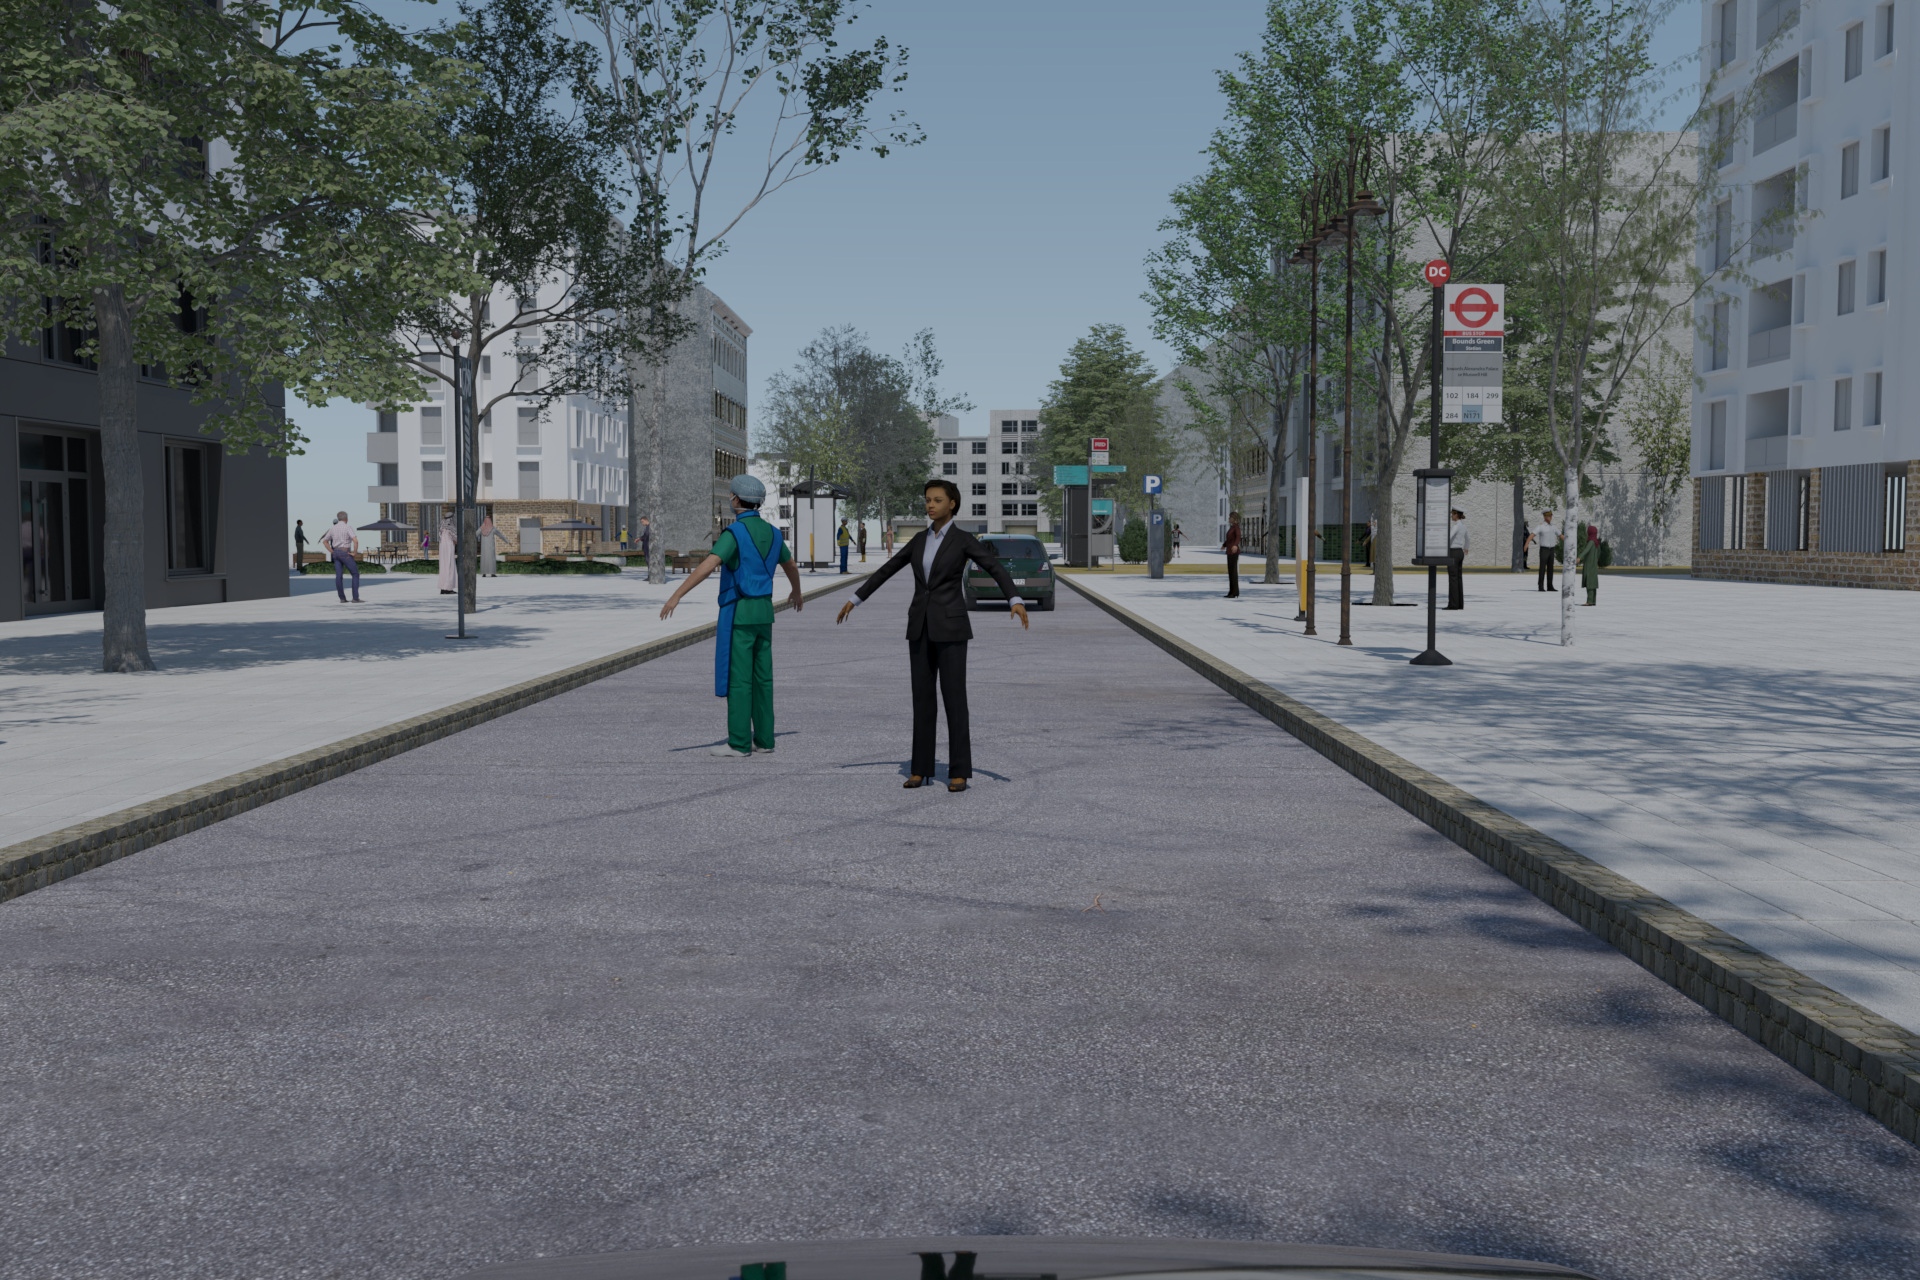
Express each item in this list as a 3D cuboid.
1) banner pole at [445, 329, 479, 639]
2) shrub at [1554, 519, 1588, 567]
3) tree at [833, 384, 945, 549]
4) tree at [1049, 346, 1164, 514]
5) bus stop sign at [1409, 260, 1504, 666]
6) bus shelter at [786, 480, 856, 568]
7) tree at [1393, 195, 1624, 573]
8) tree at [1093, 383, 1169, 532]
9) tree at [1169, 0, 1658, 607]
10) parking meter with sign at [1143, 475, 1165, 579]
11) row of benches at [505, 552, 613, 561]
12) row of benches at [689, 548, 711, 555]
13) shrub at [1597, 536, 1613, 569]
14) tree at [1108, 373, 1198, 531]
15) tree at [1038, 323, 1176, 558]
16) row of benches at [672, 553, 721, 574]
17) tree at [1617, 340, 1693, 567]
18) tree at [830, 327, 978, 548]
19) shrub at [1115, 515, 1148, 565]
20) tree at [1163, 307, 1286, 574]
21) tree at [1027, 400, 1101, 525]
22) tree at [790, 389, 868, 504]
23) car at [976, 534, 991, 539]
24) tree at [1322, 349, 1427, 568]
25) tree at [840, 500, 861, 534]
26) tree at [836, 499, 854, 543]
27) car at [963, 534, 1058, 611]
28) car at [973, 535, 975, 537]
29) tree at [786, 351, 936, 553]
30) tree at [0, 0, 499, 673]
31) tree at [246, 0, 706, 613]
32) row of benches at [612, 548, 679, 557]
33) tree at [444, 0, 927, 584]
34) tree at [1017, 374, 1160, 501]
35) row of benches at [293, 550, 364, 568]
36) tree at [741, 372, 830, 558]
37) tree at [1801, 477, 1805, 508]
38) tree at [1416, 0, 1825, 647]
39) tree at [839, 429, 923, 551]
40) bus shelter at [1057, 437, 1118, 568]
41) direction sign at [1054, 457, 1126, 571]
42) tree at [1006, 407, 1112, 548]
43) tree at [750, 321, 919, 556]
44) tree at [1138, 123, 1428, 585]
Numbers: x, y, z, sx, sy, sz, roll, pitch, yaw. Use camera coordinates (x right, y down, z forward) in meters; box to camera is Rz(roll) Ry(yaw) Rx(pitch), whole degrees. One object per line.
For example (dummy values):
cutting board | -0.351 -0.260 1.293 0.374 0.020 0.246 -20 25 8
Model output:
banner pole | -6.144 -1.924 21.482 0.401 3.779 0.863 0 4 1
shrub | 24.074 -3.886 67.957 1.690 2.028 1.600 0 3 0
tree | -6.073 -14.630 145.855 9.857 13.997 8.962 0 3 0
tree | 8.912 -11.392 104.383 7.486 12.596 7.792 0 3 0
bus stop sign | 4.858 -1.727 16.937 0.855 3.939 0.416 0 4 0
bus shelter | -5.324 -4.473 67.061 2.014 3.302 5.546 0 4 3
tree | 18.095 -8.500 57.095 7.486 12.596 7.792 0 3 0
tree | 7.943 -8.233 84.969 4.360 8.622 3.978 0 3 0
tree | 7.749 -6.417 30.673 9.928 11.665 9.643 0 3 0
parking meter with sign | 5.681 -3.313 50.430 0.543 3.016 1.738 0 4 0
row of benches | -13.839 -2.761 60.605 4.104 0.672 1.422 0 4 7
row of benches | -10.152 -3.641 74.992 4.104 0.672 1.422 2 4 35
shrub | 23.686 -3.239 64.081 1.383 1.207 1.383 0 3 0
tree | 8.487 -7.861 78.890 4.360 8.622 3.978 0 3 0
tree | 7.663 -10.743 93.775 7.486 12.596 7.792 0 3 0
row of benches | -8.585 -2.585 57.723 1.422 0.672 4.104 1 4 11
tree | 27.309 -7.120 66.767 4.737 8.622 4.395 0 3 0
tree | -5.266 -18.503 158.411 12.611 20.169 13.585 0 3 0
shrub | 7.383 -4.208 72.835 1.661 2.075 1.752 0 3 0
tree | 9.155 -6.438 55.620 4.360 8.622 3.978 0 3 0
tree | 9.183 -13.754 143.000 7.486 12.596 7.792 0 3 0
tree | -6.897 -8.486 89.113 4.737 8.622 4.395 0 3 0
car | 1.593 -5.458 99.465 2.015 1.641 3.980 0 4 0
tree | 15.915 -7.100 66.450 4.360 8.622 3.978 0 3 0
tree | -14.315 -18.111 246.475 4.360 8.622 3.978 0 3 0
tree | -16.101 -18.475 252.424 4.737 8.622 4.395 0 3 0
car | 0.933 -1.460 33.660 2.009 1.686 4.222 0 4 0
car | 0.585 -8.299 147.695 2.014 1.417 4.499 0 4 1
tree | -6.575 -12.501 114.766 12.009 13.543 11.850 0 3 0
tree | -8.226 -5.971 15.751 7.486 12.596 7.792 0 3 0
tree | -7.633 -5.709 27.749 7.601 10.594 8.767 -2 4 -24
row of benches | -13.574 -3.654 75.204 1.422 0.672 4.104 2 4 27
tree | -7.261 -11.571 45.078 12.611 20.169 13.585 0 3 0
tree | 9.059 -12.884 121.028 12.009 13.543 11.850 0 3 0
row of benches | -24.642 -3.081 65.842 4.104 0.672 1.422 -3 5 -39
tree | -7.611 -7.821 78.234 4.360 8.622 3.978 0 3 0
tree | 28.041 -6.623 58.647 4.360 8.622 3.978 0 3 0
tree | 6.716 -4.232 19.551 4.360 8.622 3.978 0 3 0
tree | -6.315 -12.244 134.606 7.601 10.594 8.767 0 4 1
bus shelter | 5.043 -5.628 69.652 2.179 5.291 8.768 0 4 2
direction sign | 4.521 -4.339 59.704 2.525 3.948 1.411 0 4 0
tree | 9.380 -15.180 158.566 12.009 13.543 11.850 0 3 0
tree | -7.272 -11.602 100.057 12.009 13.543 11.850 0 3 0
tree | 8.136 -7.230 43.973 9.928 11.665 9.643 0 3 0
